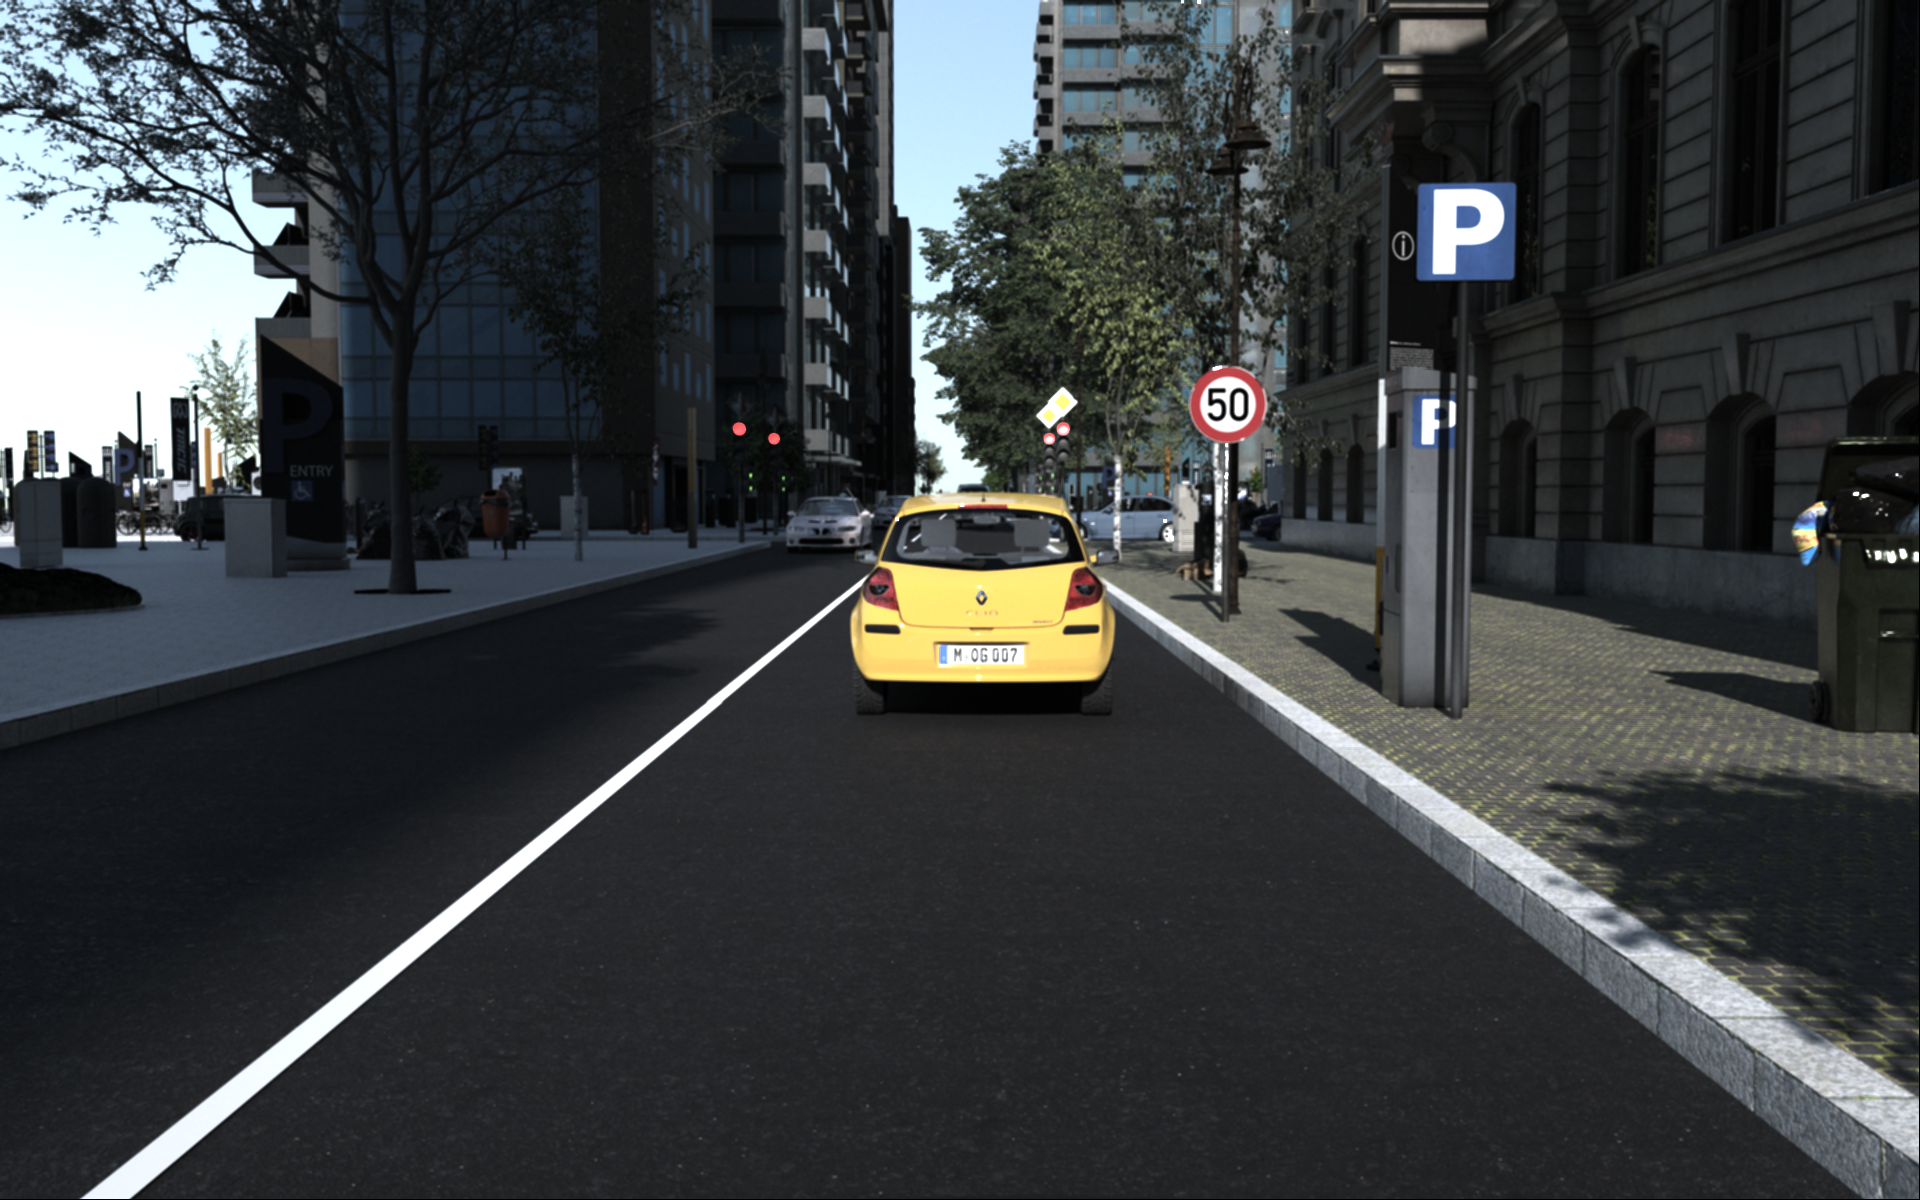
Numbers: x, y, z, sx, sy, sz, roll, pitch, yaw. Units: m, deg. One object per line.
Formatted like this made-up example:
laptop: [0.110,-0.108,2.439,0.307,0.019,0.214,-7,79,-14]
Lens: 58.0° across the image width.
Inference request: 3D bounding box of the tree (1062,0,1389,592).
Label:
tree: [3.381,-4.398,22.271,4.360,8.622,3.978,0,3,0]

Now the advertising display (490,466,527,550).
advertising display: [-10.443,-2.133,40.089,0.974,1.923,0.123,2,4,26]

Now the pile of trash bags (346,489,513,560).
pile of trash bags: [-10.233,-1.493,34.160,3.447,1.369,1.912,2,4,26]

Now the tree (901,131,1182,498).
tree: [3.132,-9.415,60.594,9.857,13.997,8.962,0,3,0]

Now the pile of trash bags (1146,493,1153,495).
pile of trash bags: [13.518,-6.718,119.596,1.912,1.369,3.447,-1,4,-13]

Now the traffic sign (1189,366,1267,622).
traffic sign: [2.663,-1.052,17.301,0.768,2.556,0.104,0,4,3]

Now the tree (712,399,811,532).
tree: [-6.813,-4.647,59.696,4.285,4.588,4.351,0,3,0]

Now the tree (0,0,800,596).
tree: [-7.260,-6.836,22.134,12.009,13.543,11.850,0,3,0]

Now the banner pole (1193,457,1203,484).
banner pole: [15.942,-7.696,115.847,0.863,3.779,0.401,-1,4,-16]

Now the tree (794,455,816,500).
tree: [-7.022,-4.663,70.835,1.663,3.219,1.824,0,3,0]

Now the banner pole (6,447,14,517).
banner pole: [-50.849,-6.282,92.728,0.863,3.779,0.401,2,4,30]

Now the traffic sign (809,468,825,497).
traffic sign: [-5.636,-4.044,68.249,0.606,2.300,0.079,0,4,4]

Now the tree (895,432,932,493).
tree: [-6.097,-15.586,205.195,4.737,8.622,4.395,0,3,0]

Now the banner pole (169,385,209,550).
banner pole: [-17.695,-3.039,39.712,0.401,3.779,0.863,2,4,34]

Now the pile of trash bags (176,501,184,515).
pile of trash bags: [-41.675,-4.883,89.592,3.447,1.369,1.912,1,4,10]

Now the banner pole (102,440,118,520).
banner pole: [-39.015,-5.483,79.671,0.401,3.779,0.863,3,5,43]

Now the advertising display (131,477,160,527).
advertising display: [-31.485,-3.776,66.959,0.974,1.923,0.123,-2,4,-34]

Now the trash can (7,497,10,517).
trash can: [-53.068,-5.227,97.120,0.748,1.137,0.748,0,3,0]

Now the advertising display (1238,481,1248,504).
advertising display: [14.141,-5.045,87.703,0.974,1.923,0.123,3,4,38]

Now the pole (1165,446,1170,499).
pole: [8.855,-4.904,74.031,0.158,3.312,0.155,0,3,0]

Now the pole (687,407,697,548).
pole: [-6.320,-2.875,40.856,0.158,3.312,0.155,0,3,0]

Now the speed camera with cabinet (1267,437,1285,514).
speed camera with cabinet: [10.586,-3.785,56.226,0.660,3.252,2.038,2,4,31]

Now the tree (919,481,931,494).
tree: [-5.367,-15.878,254.201,1.663,3.219,1.824,0,3,0]

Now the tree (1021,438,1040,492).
tree: [4.890,-11.071,131.372,4.360,8.622,3.978,0,3,0]

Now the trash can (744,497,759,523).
trash can: [-9.194,-3.931,75.931,0.748,1.137,0.748,0,3,0]

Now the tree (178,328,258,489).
tree: [-32.660,-7.795,77.804,4.737,8.622,4.395,0,3,0]

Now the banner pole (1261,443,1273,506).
banner pole: [15.005,-5.805,84.935,0.401,3.779,0.863,-3,5,-43]

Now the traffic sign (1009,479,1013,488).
traffic sign: [3.625,-7.075,117.803,0.606,2.300,0.079,0,4,1]

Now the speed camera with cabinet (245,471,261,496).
speed camera with cabinet: [-29.087,-4.653,70.404,2.038,3.252,0.660,0,4,-7]

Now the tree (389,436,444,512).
tree: [-18.169,-3.883,58.095,1.663,3.219,1.824,0,3,0]

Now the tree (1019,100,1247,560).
tree: [3.295,-5.079,33.402,4.737,8.622,4.395,0,3,0]

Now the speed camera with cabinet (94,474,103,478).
speed camera with cabinet: [-39.948,-5.339,81.624,0.660,3.252,2.038,0,4,7]

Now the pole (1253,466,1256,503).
pole: [21.265,-8.031,125.142,0.158,3.312,0.155,0,3,0]

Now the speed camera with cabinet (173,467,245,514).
speed camera with cabinet: [-25.536,-3.939,58.743,2.038,3.252,0.660,0,4,-6]

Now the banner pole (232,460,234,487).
banner pole: [-53.564,-8.418,127.659,0.401,3.779,0.863,-1,4,-19]

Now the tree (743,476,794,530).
tree: [-7.076,-4.152,62.488,1.663,3.219,1.824,0,3,0]

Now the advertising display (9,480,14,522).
advertising display: [-44.249,-4.622,80.787,0.123,1.923,0.974,-2,4,-25]

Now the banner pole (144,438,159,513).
banner pole: [-36.147,-5.353,77.531,0.401,3.779,0.863,1,4,23]

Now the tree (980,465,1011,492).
tree: [4.281,-12.894,194.522,4.285,4.588,4.351,0,3,0]

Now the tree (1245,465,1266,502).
tree: [19.030,-7.096,110.613,1.663,3.219,1.824,0,3,0]

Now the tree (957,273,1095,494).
tree: [3.260,-10.221,85.233,7.486,12.596,7.792,0,3,0]

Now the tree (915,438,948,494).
tree: [-5.566,-21.557,286.871,8.767,10.594,7.601,3,4,36]

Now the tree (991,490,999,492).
tree: [4.411,-13.306,212.156,1.663,3.219,1.824,0,3,0]

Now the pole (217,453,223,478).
pole: [-36.321,-5.579,85.066,0.158,3.312,0.155,0,3,0]

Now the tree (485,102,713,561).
tree: [-7.086,-5.037,32.714,4.360,8.622,3.978,0,3,0]

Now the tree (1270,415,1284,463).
tree: [23.947,-10.570,123.183,4.737,8.622,4.395,0,3,0]

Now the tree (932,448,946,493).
tree: [-4.608,-19.482,268.885,4.737,8.622,4.395,0,3,0]

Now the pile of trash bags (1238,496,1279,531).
pile of trash bags: [10.399,-3.159,61.405,1.912,1.369,3.447,-3,5,-40]

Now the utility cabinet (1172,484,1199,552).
utility cabinet: [5.254,-1.789,37.933,1.173,1.500,0.318,-1,4,-21]

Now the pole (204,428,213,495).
pole: [-23.100,-3.633,53.246,0.158,3.312,0.155,0,3,0]

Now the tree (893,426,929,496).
tree: [-5.361,-14.518,187.739,4.360,8.622,3.978,0,3,0]
